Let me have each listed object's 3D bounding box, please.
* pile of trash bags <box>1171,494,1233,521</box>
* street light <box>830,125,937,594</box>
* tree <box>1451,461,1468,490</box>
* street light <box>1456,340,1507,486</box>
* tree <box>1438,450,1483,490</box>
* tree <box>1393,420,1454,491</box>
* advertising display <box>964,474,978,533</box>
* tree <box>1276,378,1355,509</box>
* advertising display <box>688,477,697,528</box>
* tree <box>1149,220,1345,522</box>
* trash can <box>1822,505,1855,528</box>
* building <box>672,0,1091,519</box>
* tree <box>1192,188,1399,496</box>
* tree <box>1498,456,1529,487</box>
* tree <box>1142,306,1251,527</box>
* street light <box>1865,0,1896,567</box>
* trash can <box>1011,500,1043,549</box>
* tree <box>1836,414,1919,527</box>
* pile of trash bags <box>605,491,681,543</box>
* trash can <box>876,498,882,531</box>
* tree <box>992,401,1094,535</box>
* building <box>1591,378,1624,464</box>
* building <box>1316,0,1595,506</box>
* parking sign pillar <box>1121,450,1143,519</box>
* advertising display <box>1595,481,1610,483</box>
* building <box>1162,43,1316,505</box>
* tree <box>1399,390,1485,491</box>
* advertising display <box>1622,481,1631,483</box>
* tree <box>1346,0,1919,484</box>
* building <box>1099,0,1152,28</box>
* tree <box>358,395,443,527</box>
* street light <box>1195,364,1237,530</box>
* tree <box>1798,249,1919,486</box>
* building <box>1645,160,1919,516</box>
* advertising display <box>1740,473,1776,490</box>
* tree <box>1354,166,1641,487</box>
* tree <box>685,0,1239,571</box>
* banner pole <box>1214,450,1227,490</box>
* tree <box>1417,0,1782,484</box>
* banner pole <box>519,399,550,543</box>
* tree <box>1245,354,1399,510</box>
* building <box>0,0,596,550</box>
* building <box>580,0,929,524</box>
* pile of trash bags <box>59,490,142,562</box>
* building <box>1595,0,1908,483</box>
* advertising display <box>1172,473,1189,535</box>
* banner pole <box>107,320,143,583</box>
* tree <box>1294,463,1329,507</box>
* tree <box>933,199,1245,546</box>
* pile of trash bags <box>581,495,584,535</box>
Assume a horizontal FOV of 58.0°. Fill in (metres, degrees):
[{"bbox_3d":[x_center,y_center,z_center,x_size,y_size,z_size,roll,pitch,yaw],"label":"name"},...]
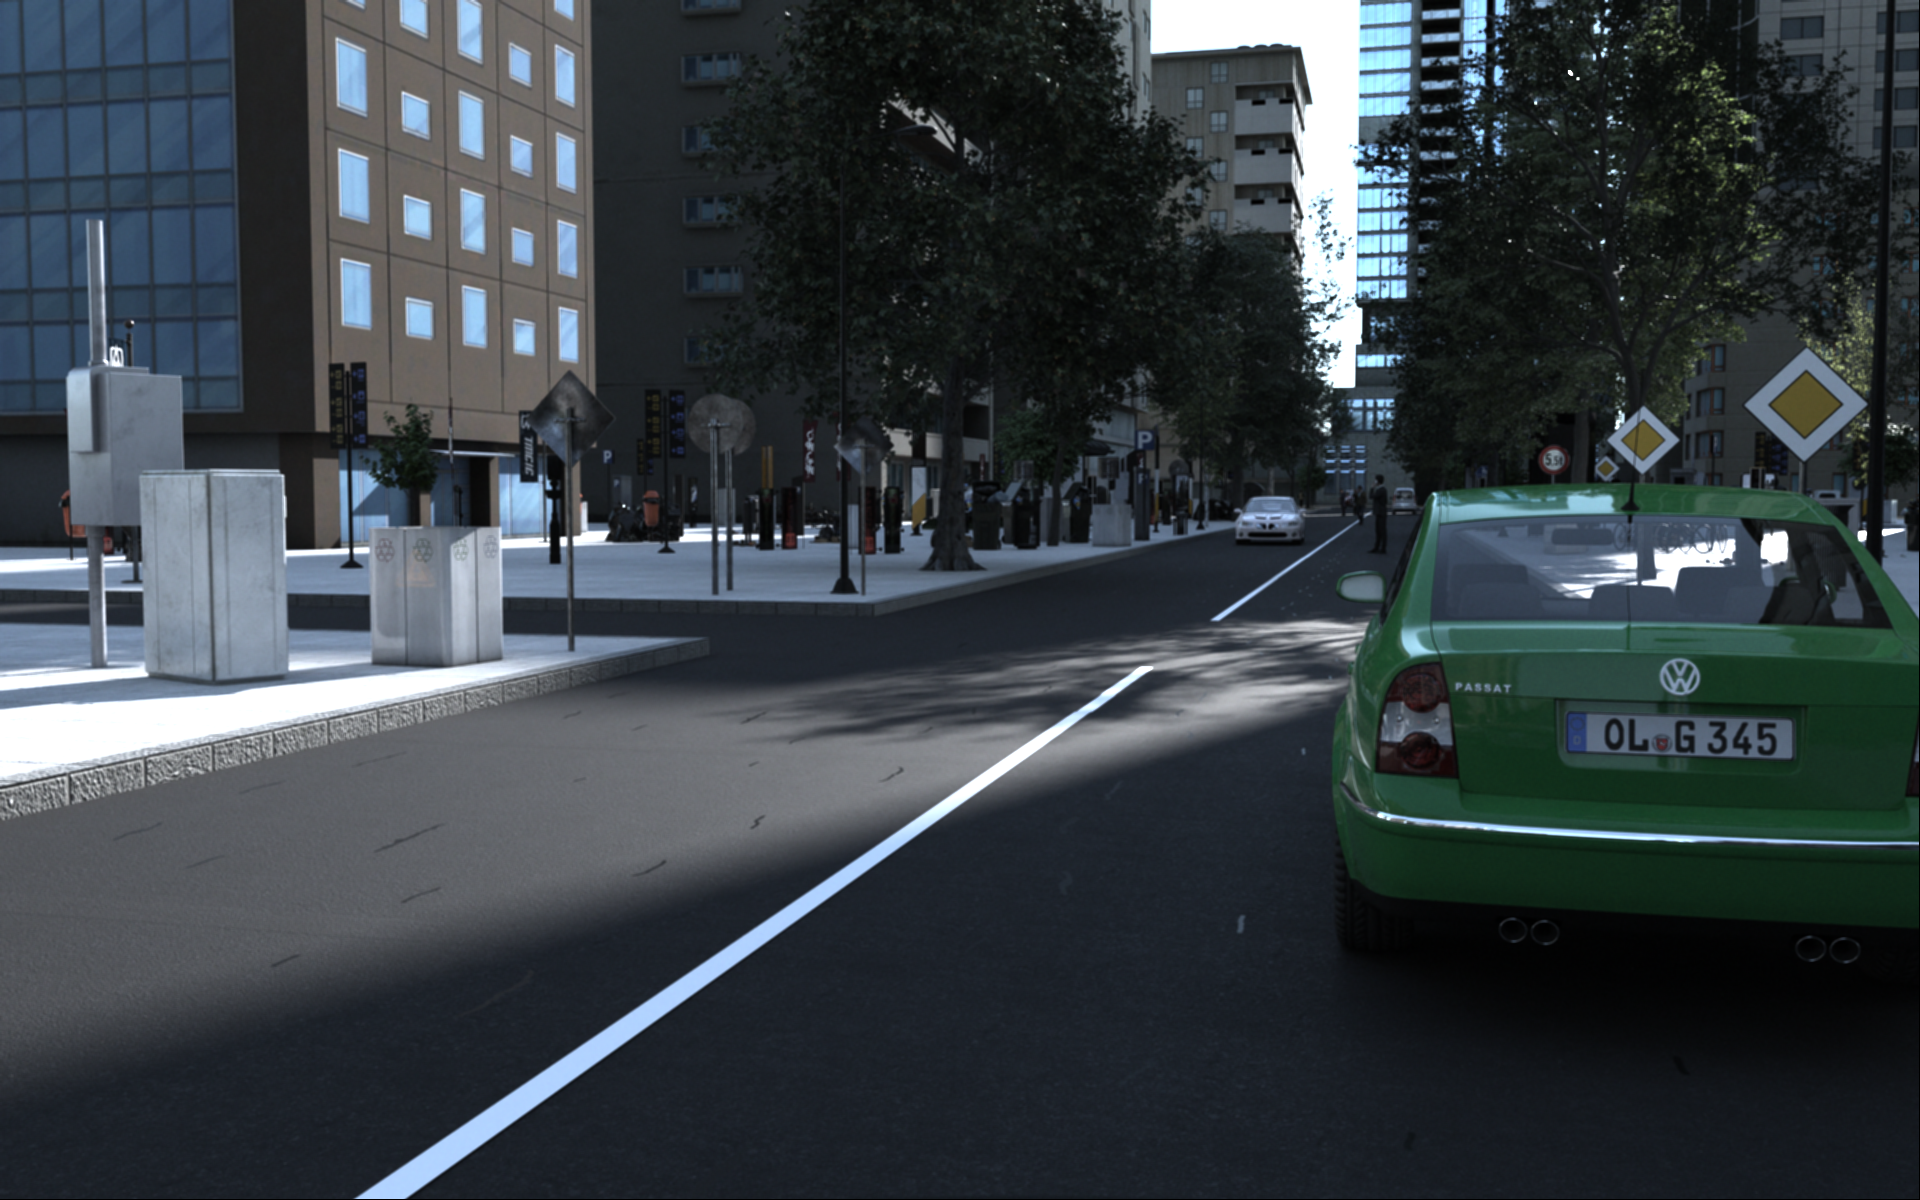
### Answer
[{"bbox_3d":[11.860,-4.540,83.986,3.447,1.369,1.912,-1,4,-9],"label":"pile of trash bags"},{"bbox_3d":[-0.971,-3.029,22.071,1.470,5.913,1.316,1,4,14],"label":"street light"},{"bbox_3d":[25.693,-5.730,88.281,1.663,3.219,1.824,0,3,0],"label":"tree"},{"bbox_3d":[15.758,-4.853,51.892,1.470,5.913,1.316,1,4,14],"label":"street light"},{"bbox_3d":[32.224,-7.757,110.541,4.285,4.588,4.351,0,3,0],"label":"tree"},{"bbox_3d":[45.697,-15.776,164.591,9.857,13.997,8.962,0,3,0],"label":"tree"},{"bbox_3d":[0.108,-3.131,56.399,0.974,1.923,0.123,-1,4,-9],"label":"advertising display"},{"bbox_3d":[30.622,-13.791,151.238,9.928,11.665,9.643,0,3,0],"label":"tree"},{"bbox_3d":[-10.201,-3.724,66.102,0.123,1.923,0.974,0,4,5],"label":"advertising display"},{"bbox_3d":[13.103,-10.637,80.569,9.857,13.997,8.962,0,3,0],"label":"tree"},{"bbox_3d":[11.436,-0.693,22.984,0.748,1.137,0.748,0,3,0],"label":"trash can"},{"bbox_3d":[-3.919,-29.785,110.683,21.300,48.544,21.600,1,4,14],"label":"building"},{"bbox_3d":[20.353,-15.425,108.085,12.611,20.169,13.585,0,3,0],"label":"tree"},{"bbox_3d":[21.622,-4.489,67.990,1.663,3.219,1.824,0,3,0],"label":"tree"},{"bbox_3d":[9.366,-7.125,66.852,4.737,8.622,4.395,0,3,0],"label":"tree"},{"bbox_3d":[5.691,-2.400,11.788,1.470,5.913,1.316,1,4,14],"label":"street light"},{"bbox_3d":[1.564,-1.756,40.369,0.748,1.137,0.748,0,3,0],"label":"trash can"},{"bbox_3d":[36.579,-5.188,68.534,4.285,4.588,4.351,0,3,0],"label":"tree"},{"bbox_3d":[-8.412,-2.239,46.363,1.912,1.369,3.447,-1,4,-17],"label":"pile of trash bags"},{"bbox_3d":[-3.055,-2.932,59.589,0.748,1.137,0.748,0,3,0],"label":"trash can"},{"bbox_3d":[2.676,-4.391,55.503,4.285,4.588,4.351,0,3,0],"label":"tree"},{"bbox_3d":[86.951,-53.494,187.294,31.000,86.520,22.319,1,4,14],"label":"building"},{"bbox_3d":[56.735,-53.918,194.238,31.000,86.520,22.319,1,4,14],"label":"building"},{"bbox_3d":[9.069,-6.242,90.534,1.447,3.967,1.447,1,4,13],"label":"parking sign pillar"},{"bbox_3d":[31.812,-4.950,86.139,0.974,1.923,0.123,0,4,1],"label":"advertising display"},{"bbox_3d":[29.330,-37.734,206.191,27.495,52.752,28.713,1,4,14],"label":"building"},{"bbox_3d":[41.874,-14.627,149.516,12.009,13.543,11.850,0,3,0],"label":"tree"},{"bbox_3d":[33.857,-5.082,88.297,0.974,1.923,0.123,0,4,1],"label":"advertising display"},{"bbox_3d":[10.426,-5.618,26.270,8.767,10.594,7.601,0,4,0],"label":"tree"},{"bbox_3d":[1.404,-34.117,147.046,27.495,52.752,28.713,1,4,14],"label":"building"},{"bbox_3d":[-10.624,-2.403,33.894,1.663,3.219,1.824,0,3,0],"label":"tree"},{"bbox_3d":[9.212,-5.487,62.247,1.470,5.913,1.316,1,4,14],"label":"street light"},{"bbox_3d":[27.844,-6.288,53.169,4.360,8.622,3.978,0,3,0],"label":"tree"},{"bbox_3d":[60.630,-16.304,111.604,27.650,21.520,28.899,1,4,14],"label":"building"},{"bbox_3d":[24.042,-2.875,52.217,0.974,1.923,0.123,1,4,11],"label":"advertising display"},{"bbox_3d":[18.586,-8.742,59.938,9.611,12.733,9.660,0,3,0],"label":"tree"},{"bbox_3d":[-0.031,-6.834,28.743,9.611,12.733,9.660,0,3,0],"label":"tree"},{"bbox_3d":[14.435,-6.451,95.490,0.863,3.779,0.401,1,4,15],"label":"banner pole"},{"bbox_3d":[14.269,-7.353,38.342,7.486,12.596,7.792,0,3,0],"label":"tree"},{"bbox_3d":[-11.223,-3.411,45.779,0.863,3.779,0.401,-1,4,-9],"label":"banner pole"},{"bbox_3d":[26.738,-14.014,139.493,12.009,13.543,11.850,0,3,0],"label":"tree"},{"bbox_3d":[-19.536,-24.245,46.510,14.600,45.320,14.200,1,4,14],"label":"building"},{"bbox_3d":[-11.105,-28.213,84.988,21.300,48.544,21.600,1,4,14],"label":"building"},{"bbox_3d":[-15.707,-1.453,33.501,3.447,1.369,1.912,0,4,3],"label":"pile of trash bags"},{"bbox_3d":[62.373,-42.644,135.473,20.563,71.187,20.611,1,4,14],"label":"building"},{"bbox_3d":[6.925,-3.006,54.359,0.123,1.923,0.974,2,4,33],"label":"advertising display"},{"bbox_3d":[-11.925,-2.123,24.731,0.401,3.779,0.863,0,4,0],"label":"banner pole"},{"bbox_3d":[33.765,-11.177,166.454,4.285,4.588,4.351,0,3,0],"label":"tree"},{"bbox_3d":[2.522,-6.590,42.164,7.601,10.594,8.767,3,5,44],"label":"tree"},{"bbox_3d":[-13.233,-2.757,54.833,3.447,1.369,1.912,2,4,33],"label":"pile of trash bags"}]
